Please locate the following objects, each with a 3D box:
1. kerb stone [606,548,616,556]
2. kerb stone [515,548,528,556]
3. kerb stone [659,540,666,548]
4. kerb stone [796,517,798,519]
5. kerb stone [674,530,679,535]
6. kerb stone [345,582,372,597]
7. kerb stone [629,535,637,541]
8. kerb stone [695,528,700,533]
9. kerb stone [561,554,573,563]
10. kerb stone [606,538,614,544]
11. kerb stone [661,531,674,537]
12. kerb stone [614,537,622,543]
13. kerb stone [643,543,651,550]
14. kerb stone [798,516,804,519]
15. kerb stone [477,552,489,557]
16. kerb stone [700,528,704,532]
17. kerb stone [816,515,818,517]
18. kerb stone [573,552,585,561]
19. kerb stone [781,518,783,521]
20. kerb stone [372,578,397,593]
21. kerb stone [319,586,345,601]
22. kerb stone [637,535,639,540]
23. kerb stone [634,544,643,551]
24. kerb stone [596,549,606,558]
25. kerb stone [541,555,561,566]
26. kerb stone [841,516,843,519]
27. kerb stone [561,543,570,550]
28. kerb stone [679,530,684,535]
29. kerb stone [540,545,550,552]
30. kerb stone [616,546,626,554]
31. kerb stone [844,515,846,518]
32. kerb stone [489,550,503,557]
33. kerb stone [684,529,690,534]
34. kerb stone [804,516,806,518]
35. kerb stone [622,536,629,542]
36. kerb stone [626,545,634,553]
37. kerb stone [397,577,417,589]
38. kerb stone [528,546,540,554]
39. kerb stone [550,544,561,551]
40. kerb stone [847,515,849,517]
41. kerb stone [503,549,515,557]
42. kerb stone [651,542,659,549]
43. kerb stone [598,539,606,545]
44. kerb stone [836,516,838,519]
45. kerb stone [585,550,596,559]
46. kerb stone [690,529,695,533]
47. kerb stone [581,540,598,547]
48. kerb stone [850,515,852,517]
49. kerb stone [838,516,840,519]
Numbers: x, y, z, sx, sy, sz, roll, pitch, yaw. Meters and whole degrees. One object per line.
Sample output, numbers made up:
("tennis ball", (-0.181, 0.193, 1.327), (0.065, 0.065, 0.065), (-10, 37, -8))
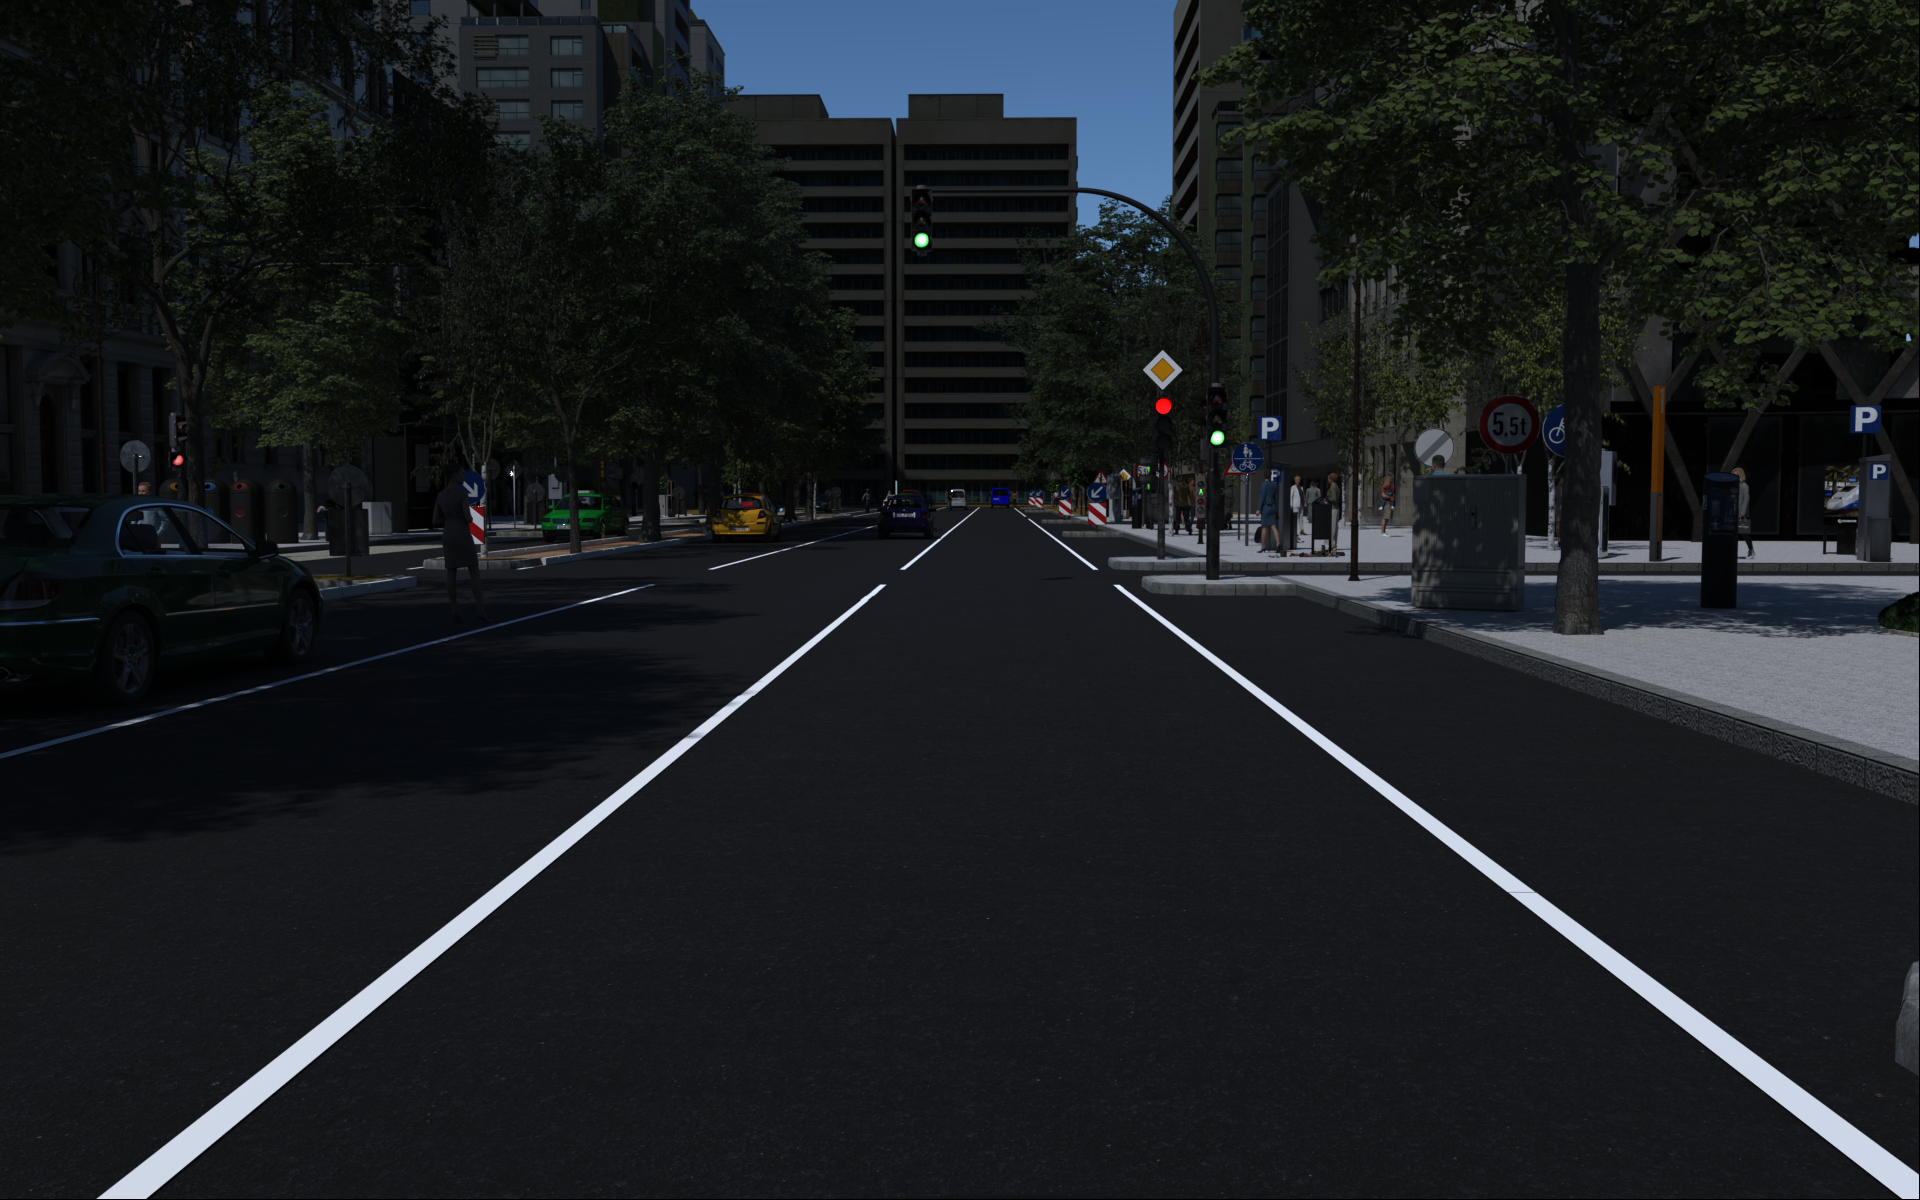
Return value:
("kerb stone", (-8.239, -1.109, 40.333), (0.120, 0.150, 1.000), (0, 4, 1))
("kerb stone", (-10.336, -1.113, 40.397), (0.120, 0.150, 1.000), (0, 4, 1))
("kerb stone", (-8.113, -1.477, 46.476), (0.120, 0.150, 1.000), (0, 4, 1))
("kerb stone", (-9.194, -4.494, 95.729), (0.120, 0.150, 1.000), (0, 4, 1))
("kerb stone", (-9.934, -2.298, 59.840), (0.120, 0.150, 1.000), (0, 4, 1))
("kerb stone", (-8.564, -0.133, 24.399), (0.120, 0.150, 1.000), (0, 4, 1))
("kerb stone", (-10.079, -1.864, 52.676), (0.120, 0.150, 1.000), (0, 4, 1))
("kerb stone", (-9.853, -2.553, 63.954), (0.120, 0.150, 1.000), (0, 4, 1))
("kerb stone", (-8.326, -0.855, 36.238), (0.120, 0.150, 1.000), (0, 4, 1))
("kerb stone", (-10.151, -1.677, 49.610), (0.120, 0.150, 1.000), (0, 4, 1))
("kerb stone", (-9.955, -2.240, 58.818), (0.120, 0.150, 1.000), (0, 4, 1))
("kerb stone", (-10.126, -1.739, 50.632), (0.120, 0.150, 1.000), (0, 4, 1))
("kerb stone", (-8.149, -1.356, 44.432), (0.120, 0.150, 1.000), (0, 4, 1))
("kerb stone", (-9.134, -4.685, 98.796), (0.120, 0.150, 1.000), (0, 4, 1))
("kerb stone", (-10.406, -0.926, 37.331), (0.120, 0.150, 1.000), (0, 4, 1))
("kerb stone", (-9.835, -2.614, 64.976), (0.120, 0.150, 1.000), (0, 4, 1))
("kerb stone", (-8.943, -5.248, 108.006), (0.120, 0.150, 1.000), (0, 4, 1))
("kerb stone", (-8.302, -0.915, 37.262), (0.120, 0.150, 1.000), (0, 4, 1))
("kerb stone", (-9.322, -4.116, 89.585), (0.120, 0.150, 1.000), (0, 4, 1))
("kerb stone", (-8.541, -0.196, 25.423), (0.120, 0.150, 1.000), (0, 4, 1))
("kerb stone", (-8.586, -0.072, 23.373), (0.120, 0.150, 1.000), (0, 4, 1))
("kerb stone", (-10.070, -1.925, 53.699), (0.120, 0.150, 1.000), (0, 4, 1))
("kerb stone", (-8.181, -1.298, 43.410), (0.120, 0.150, 1.000), (0, 4, 1))
("kerb stone", (-8.263, -1.047, 39.311), (0.120, 0.150, 1.000), (0, 4, 1))
("kerb stone", (-8.350, -0.794, 35.216), (0.120, 0.150, 1.000), (0, 4, 1))
("kerb stone", (-7.016, -4.743, 99.767), (0.120, 0.150, 1.000), (0, 4, 1))
("kerb stone", (-10.261, -1.364, 44.499), (0.120, 0.150, 1.000), (0, 4, 1))
("kerb stone", (-9.921, -2.364, 60.862), (0.120, 0.150, 1.000), (0, 4, 1))
("kerb stone", (-10.297, -1.238, 42.453), (0.120, 0.150, 1.000), (0, 4, 1))
("kerb stone", (-8.208, -1.172, 41.355), (0.120, 0.150, 1.000), (0, 4, 1))
("kerb stone", (-6.964, -4.870, 101.820), (0.120, 0.150, 1.000), (0, 4, 1))
("kerb stone", (-10.381, -0.988, 38.353), (0.120, 0.150, 1.000), (0, 4, 1))
("kerb stone", (-9.899, -2.428, 61.899), (0.120, 0.150, 1.000), (0, 4, 1))
("kerb stone", (-9.107, -4.748, 99.819), (0.120, 0.150, 1.000), (0, 4, 1))
("kerb stone", (-10.109, -1.802, 51.654), (0.120, 0.150, 1.000), (0, 4, 1))
("kerb stone", (-8.202, -1.232, 42.379), (0.120, 0.150, 1.000), (0, 4, 1))
("kerb stone", (-8.524, -0.260, 26.446), (0.120, 0.150, 1.000), (0, 4, 1))
("kerb stone", (-10.311, -1.175, 41.430), (0.120, 0.150, 1.000), (0, 4, 1))
("kerb stone", (-10.272, -1.302, 43.475), (0.120, 0.150, 1.000), (0, 4, 1))
("kerb stone", (-6.921, -4.991, 103.874), (0.120, 0.150, 1.000), (0, 4, 1))
("kerb stone", (-10.363, -1.050, 39.375), (0.120, 0.150, 1.000), (0, 4, 1))
("kerb stone", (-8.137, -1.416, 45.454), (0.120, 0.150, 1.000), (0, 4, 1))
("kerb stone", (-10.179, -1.614, 48.587), (0.120, 0.150, 1.000), (0, 4, 1))
("kerb stone", (-7.077, -4.553, 96.696), (0.120, 0.150, 1.000), (0, 4, 1))
("kerb stone", (-8.280, -0.982, 38.288), (0.120, 0.150, 1.000), (0, 4, 1))
("kerb stone", (-9.870, -2.491, 62.925), (0.120, 0.150, 1.000), (0, 4, 1))
("kerb stone", (-10.189, -1.552, 47.565), (0.120, 0.150, 1.000), (0, 4, 1))
("kerb stone", (-6.881, -5.120, 105.930), (0.120, 0.150, 1.000), (0, 4, 1))
("kerb stone", (-7.046, -4.619, 97.718), (0.120, 0.150, 1.000), (0, 4, 1))
